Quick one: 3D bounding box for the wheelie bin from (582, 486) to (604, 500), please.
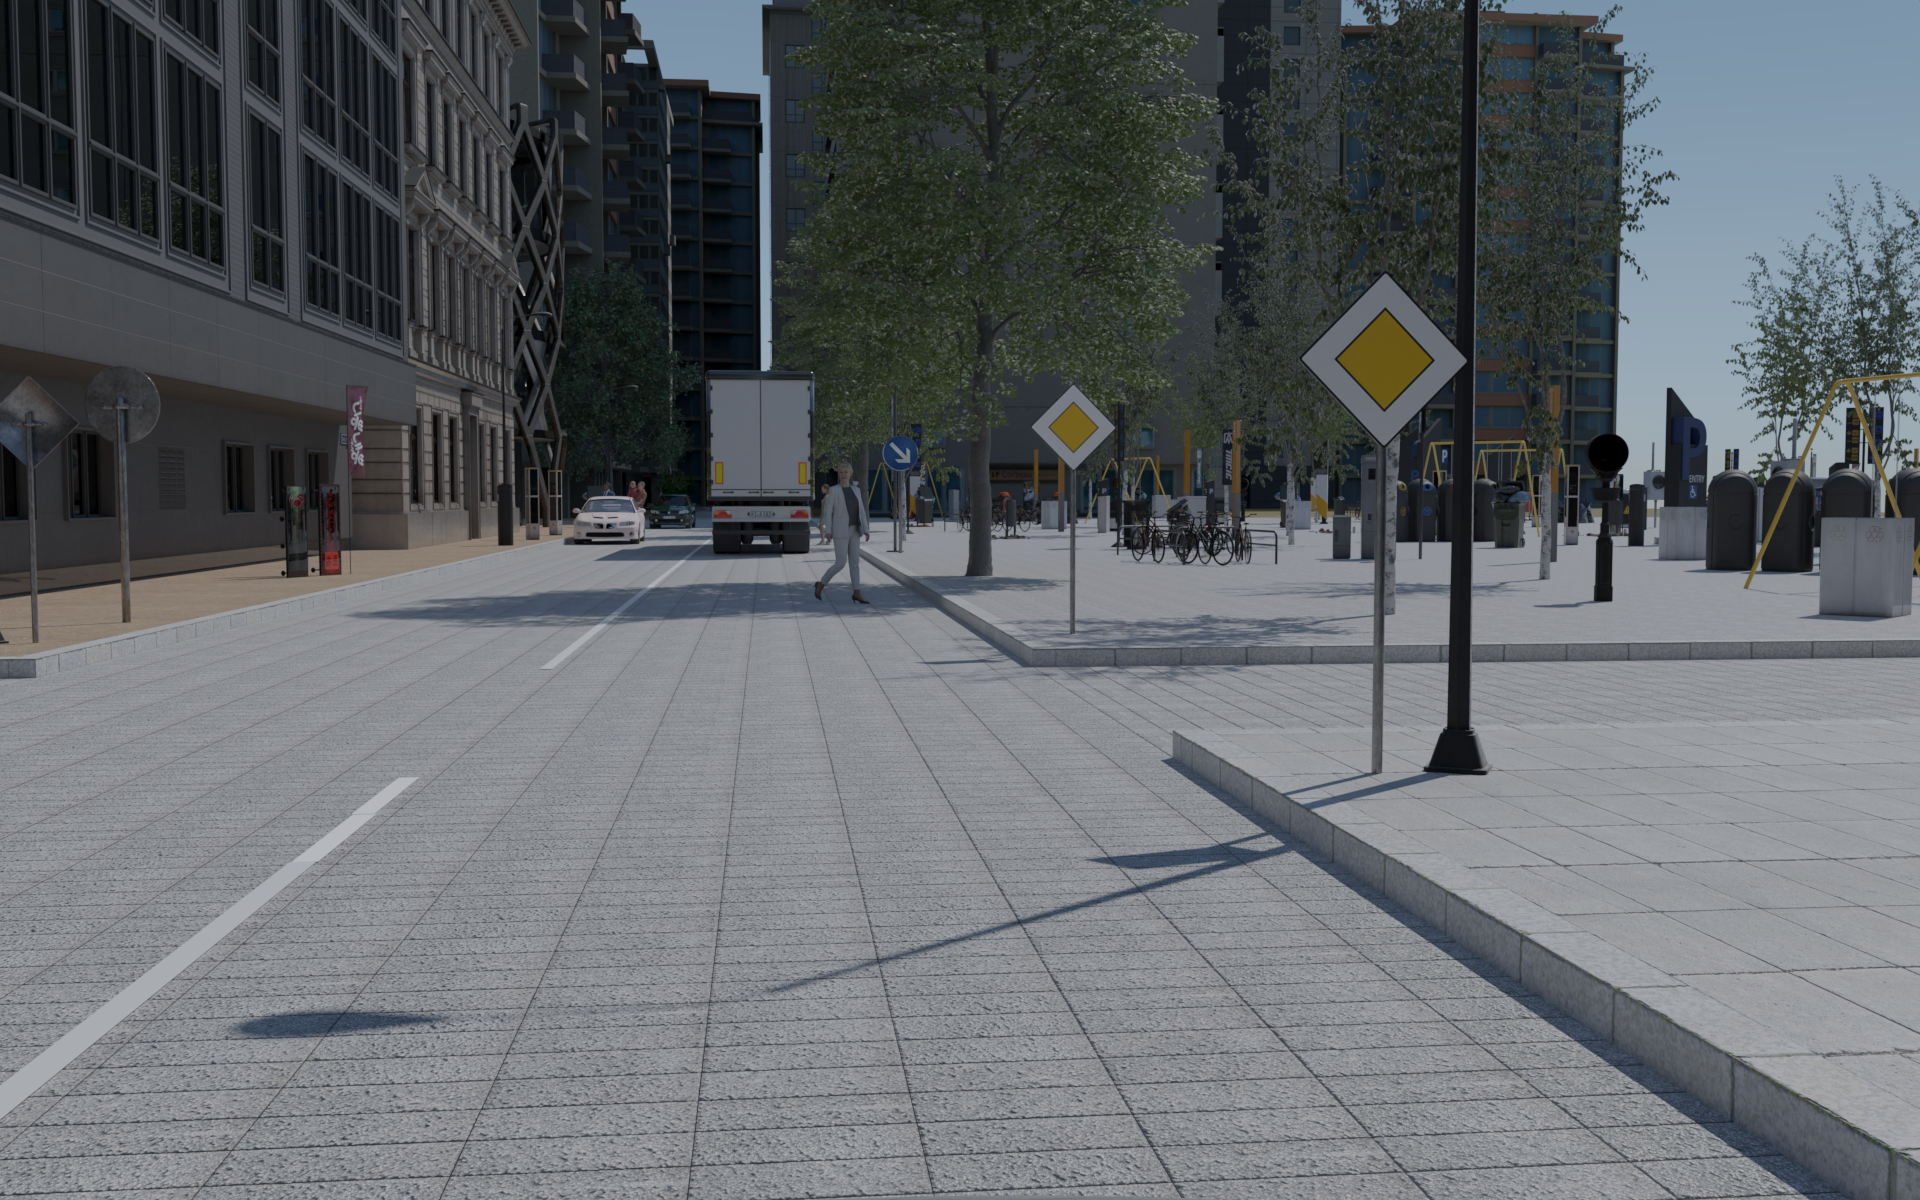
[{"bbox_3d":[-14.101,-3.610,66.929,0.980,1.594,0.693,-1,4,-10],"label":"wheelie bin"}]

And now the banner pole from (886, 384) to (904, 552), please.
[{"bbox_3d":[-1.472,-2.963,38.455,0.401,3.779,0.863,-1,4,-9],"label":"banner pole"}]

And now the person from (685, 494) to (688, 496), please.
[{"bbox_3d":[-16.764,-5.751,105.748,0.599,1.433,0.991,0,4,-6],"label":"person"}]

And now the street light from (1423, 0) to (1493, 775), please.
[{"bbox_3d":[1.783,-2.159,7.838,1.470,5.913,1.316,0,4,-6],"label":"street light"}]

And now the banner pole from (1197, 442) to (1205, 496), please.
[{"bbox_3d":[11.596,-5.715,83.455,0.401,3.779,0.863,3,4,37],"label":"banner pole"}]

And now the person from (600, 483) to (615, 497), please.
[{"bbox_3d":[-11.400,-2.877,55.729,0.721,1.800,0.419,1,4,18],"label":"person"}]

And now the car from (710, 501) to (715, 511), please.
[{"bbox_3d":[-20.255,-8.494,147.557,2.281,1.827,5.304,0,4,-8],"label":"car"}]

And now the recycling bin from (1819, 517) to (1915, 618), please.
[{"bbox_3d":[9.640,-0.359,18.417,0.722,1.027,0.722,-3,5,-45],"label":"recycling bin"}]

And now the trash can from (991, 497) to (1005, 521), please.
[{"bbox_3d":[1.672,-4.083,78.414,0.748,1.137,0.748,0,3,0],"label":"trash can"}]

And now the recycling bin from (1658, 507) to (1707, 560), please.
[{"bbox_3d":[14.218,-1.310,33.972,0.722,1.027,0.722,0,4,-7],"label":"recycling bin"}]

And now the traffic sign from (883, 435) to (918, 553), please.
[{"bbox_3d":[-1.295,-2.295,37.631,0.768,2.556,0.104,0,4,-3],"label":"traffic sign"}]

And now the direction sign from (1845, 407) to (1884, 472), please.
[{"bbox_3d":[23.582,-3.256,45.231,0.876,3.537,0.379,2,4,27],"label":"direction sign"}]

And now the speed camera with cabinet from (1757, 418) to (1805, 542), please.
[{"bbox_3d":[21.452,-3.152,45.871,0.660,3.252,2.038,-1,4,-11],"label":"speed camera with cabinet"}]

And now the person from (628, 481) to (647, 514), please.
[{"bbox_3d":[-10.056,-2.777,53.885,0.580,1.828,0.573,-1,4,-19],"label":"person"}]

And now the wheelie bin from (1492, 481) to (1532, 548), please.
[{"bbox_3d":[13.160,-2.049,41.414,0.980,1.594,0.693,2,4,33],"label":"wheelie bin"}]

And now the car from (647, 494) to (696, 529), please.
[{"bbox_3d":[-12.045,-3.844,72.633,2.009,1.686,4.222,0,4,-5],"label":"car"}]

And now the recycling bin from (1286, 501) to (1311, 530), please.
[{"bbox_3d":[12.288,-3.078,62.880,0.722,1.027,0.722,-1,4,-10],"label":"recycling bin"}]

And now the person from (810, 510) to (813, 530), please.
[{"bbox_3d":[-6.239,-3.698,69.151,0.728,1.800,0.709,1,4,14],"label":"person"}]

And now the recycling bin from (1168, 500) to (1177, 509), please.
[{"bbox_3d":[9.962,-4.055,78.852,0.722,1.027,0.722,3,5,41],"label":"recycling bin"}]

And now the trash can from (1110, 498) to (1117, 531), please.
[{"bbox_3d":[5.327,-2.938,59.693,0.748,1.137,0.748,0,3,0],"label":"trash can"}]

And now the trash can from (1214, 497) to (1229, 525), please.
[{"bbox_3d":[10.989,-3.747,72.925,0.748,1.137,0.748,0,3,0],"label":"trash can"}]

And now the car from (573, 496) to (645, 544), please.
[{"bbox_3d":[-10.289,-2.363,51.000,2.083,1.381,4.827,0,4,-7],"label":"car"}]

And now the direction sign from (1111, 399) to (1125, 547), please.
[{"bbox_3d":[3.833,-3.042,41.732,0.379,3.537,0.876,-1,4,-9],"label":"direction sign"}]

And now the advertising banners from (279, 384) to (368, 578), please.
[{"bbox_3d":[-9.944,-1.897,27.211,0.090,3.025,2.074,1,4,19],"label":"advertising banners"}]

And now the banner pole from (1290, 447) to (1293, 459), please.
[{"bbox_3d":[16.010,-5.728,83.663,0.401,3.779,0.863,0,4,0],"label":"banner pole"}]

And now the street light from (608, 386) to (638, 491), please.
[{"bbox_3d":[-14.485,-6.219,74.221,1.470,5.913,1.316,0,4,-6],"label":"street light"}]

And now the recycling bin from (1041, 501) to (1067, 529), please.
[{"bbox_3d":[3.446,-3.111,63.424,0.722,1.027,0.722,-2,4,-24],"label":"recycling bin"}]

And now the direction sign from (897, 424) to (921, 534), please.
[{"bbox_3d":[-1.673,-3.898,55.729,0.876,3.537,0.379,-1,4,-16],"label":"direction sign"}]

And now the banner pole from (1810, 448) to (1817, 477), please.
[{"bbox_3d":[46.462,-6.383,94.385,0.863,3.779,0.401,-3,5,-40],"label":"banner pole"}]

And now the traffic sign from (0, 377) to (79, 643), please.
[{"bbox_3d":[-7.962,-0.686,14.859,0.795,2.450,0.064,0,4,-6],"label":"traffic sign"}]

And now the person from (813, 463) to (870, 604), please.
[{"bbox_3d":[-1.549,-0.878,22.734,0.818,1.842,0.514,2,4,31],"label":"person"}]

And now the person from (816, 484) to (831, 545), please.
[{"bbox_3d":[-3.755,-2.392,48.608,0.522,1.701,0.512,0,4,2],"label":"person"}]

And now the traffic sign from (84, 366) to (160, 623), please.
[{"bbox_3d":[-8.329,-1.047,17.230,0.768,2.556,0.104,0,4,3],"label":"traffic sign"}]

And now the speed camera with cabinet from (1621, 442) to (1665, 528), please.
[{"bbox_3d":[25.790,-4.374,65.857,2.038,3.252,0.660,-1,4,-8],"label":"speed camera with cabinet"}]

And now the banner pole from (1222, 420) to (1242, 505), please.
[{"bbox_3d":[9.271,-4.205,58.774,0.863,3.779,0.401,2,4,28],"label":"banner pole"}]

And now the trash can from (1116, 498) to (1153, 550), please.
[{"bbox_3d":[4.102,-1.748,40.235,0.748,1.137,0.748,0,3,0],"label":"trash can"}]

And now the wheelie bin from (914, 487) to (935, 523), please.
[{"bbox_3d":[-1.599,-4.157,75.871,0.980,1.594,0.693,-2,4,-32],"label":"wheelie bin"}]

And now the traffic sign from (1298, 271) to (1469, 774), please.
[{"bbox_3d":[1.914,-0.260,7.901,0.795,2.450,0.064,0,4,-6],"label":"traffic sign"}]

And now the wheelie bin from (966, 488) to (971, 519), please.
[{"bbox_3d":[0.780,-4.811,86.569,0.980,1.594,0.693,0,4,2],"label":"wheelie bin"}]

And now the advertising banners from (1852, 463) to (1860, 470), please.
[{"bbox_3d":[49.324,-6.153,96.794,2.074,3.025,0.090,0,4,-7],"label":"advertising banners"}]

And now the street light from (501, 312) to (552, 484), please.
[{"bbox_3d":[-11.105,-4.388,44.284,1.470,5.913,1.316,0,4,-6],"label":"street light"}]

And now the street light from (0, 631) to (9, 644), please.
[{"bbox_3d":[-7.809,-2.578,14.694,1.470,5.913,1.316,0,4,-6],"label":"street light"}]

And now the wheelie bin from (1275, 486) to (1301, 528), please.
[{"bbox_3d":[12.528,-3.569,66.254,0.980,1.594,0.693,1,4,9],"label":"wheelie bin"}]

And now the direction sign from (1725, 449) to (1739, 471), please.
[{"bbox_3d":[38.614,-5.793,86.710,0.379,3.537,0.876,-1,4,-22],"label":"direction sign"}]

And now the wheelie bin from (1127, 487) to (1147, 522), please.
[{"bbox_3d":[8.241,-4.452,80.698,0.980,1.594,0.693,-1,4,-12],"label":"wheelie bin"}]

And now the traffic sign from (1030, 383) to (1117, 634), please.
[{"bbox_3d":[1.029,-0.746,15.838,0.795,2.450,0.064,0,4,-6],"label":"traffic sign"}]
